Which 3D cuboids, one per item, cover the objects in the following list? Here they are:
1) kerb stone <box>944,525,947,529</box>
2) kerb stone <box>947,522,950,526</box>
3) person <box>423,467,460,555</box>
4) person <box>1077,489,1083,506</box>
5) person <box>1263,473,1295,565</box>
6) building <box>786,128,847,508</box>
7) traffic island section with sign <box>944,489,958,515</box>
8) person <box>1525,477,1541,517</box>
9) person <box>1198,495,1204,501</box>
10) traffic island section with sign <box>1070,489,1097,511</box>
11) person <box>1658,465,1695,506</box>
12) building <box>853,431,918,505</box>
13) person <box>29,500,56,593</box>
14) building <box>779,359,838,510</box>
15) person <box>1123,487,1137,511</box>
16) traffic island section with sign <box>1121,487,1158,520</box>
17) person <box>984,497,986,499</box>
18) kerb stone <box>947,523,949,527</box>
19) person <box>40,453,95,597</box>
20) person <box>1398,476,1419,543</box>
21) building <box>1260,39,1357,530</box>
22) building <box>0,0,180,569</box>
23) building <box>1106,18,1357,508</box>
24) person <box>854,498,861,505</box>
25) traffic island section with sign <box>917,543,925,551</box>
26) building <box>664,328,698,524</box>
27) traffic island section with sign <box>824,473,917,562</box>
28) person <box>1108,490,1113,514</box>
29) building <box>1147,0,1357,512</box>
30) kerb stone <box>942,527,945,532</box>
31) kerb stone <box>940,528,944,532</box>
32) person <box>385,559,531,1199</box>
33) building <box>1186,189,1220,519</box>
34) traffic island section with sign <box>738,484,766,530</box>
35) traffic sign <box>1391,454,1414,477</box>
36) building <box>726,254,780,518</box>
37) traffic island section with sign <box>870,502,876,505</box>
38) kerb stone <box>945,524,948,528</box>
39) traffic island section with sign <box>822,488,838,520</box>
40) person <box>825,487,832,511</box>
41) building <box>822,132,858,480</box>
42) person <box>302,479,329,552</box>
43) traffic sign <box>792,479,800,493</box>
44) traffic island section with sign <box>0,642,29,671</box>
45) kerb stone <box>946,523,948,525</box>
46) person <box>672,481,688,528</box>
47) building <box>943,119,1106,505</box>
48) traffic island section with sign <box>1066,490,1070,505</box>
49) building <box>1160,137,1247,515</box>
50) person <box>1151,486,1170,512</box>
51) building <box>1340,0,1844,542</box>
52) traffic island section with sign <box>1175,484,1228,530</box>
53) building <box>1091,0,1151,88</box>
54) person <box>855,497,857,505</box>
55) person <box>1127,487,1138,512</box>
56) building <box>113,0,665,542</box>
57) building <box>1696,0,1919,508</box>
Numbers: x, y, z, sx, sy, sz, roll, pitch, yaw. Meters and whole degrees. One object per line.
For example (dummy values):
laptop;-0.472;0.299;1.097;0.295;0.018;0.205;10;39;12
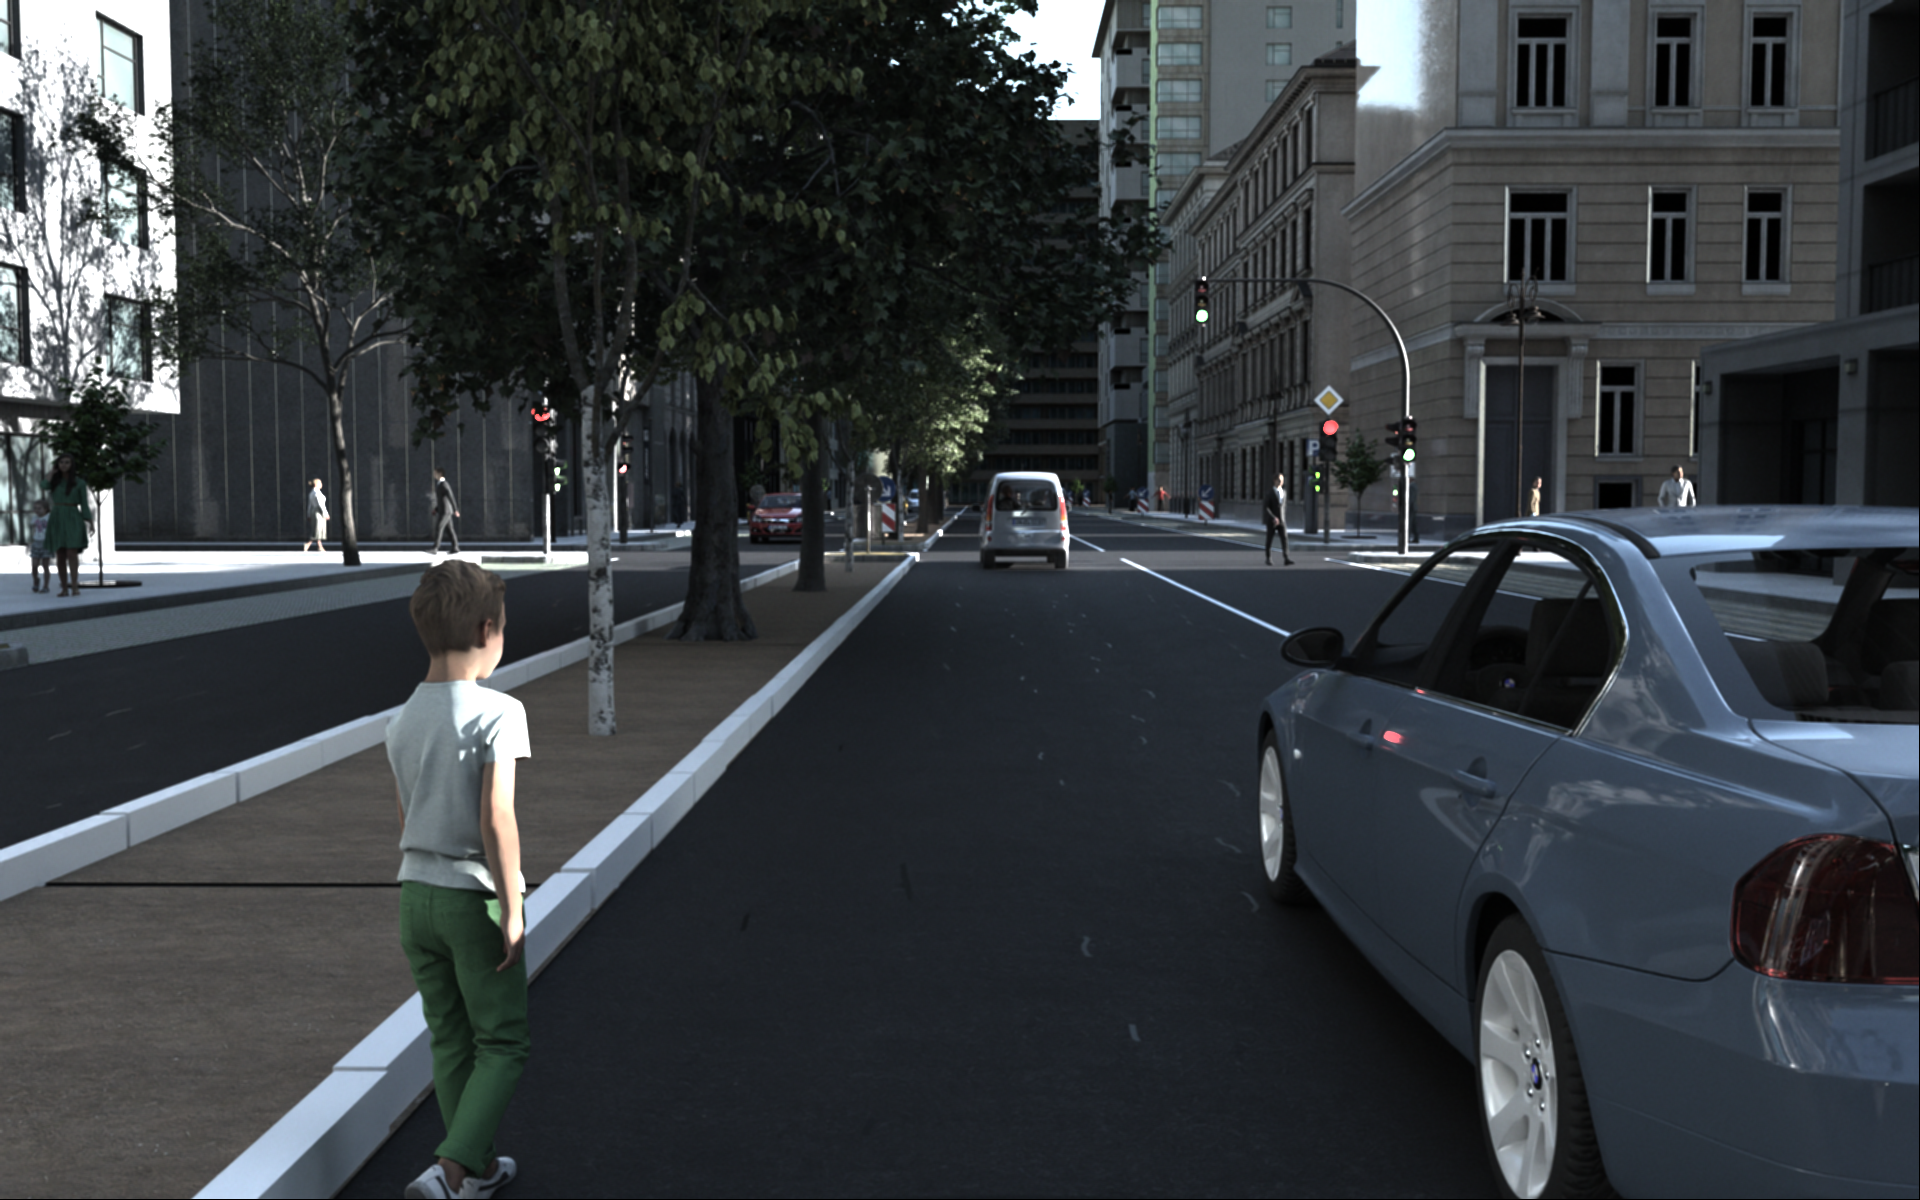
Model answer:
kerb stone;-0.668;-2.642;65.392;0.120;0.150;1.000;0;4;1
kerb stone;-0.597;-3.017;71.531;0.120;0.150;1.000;0;4;1
person;-10.943;-1.877;36.516;0.755;1.850;0.659;-1;4;-17
person;13.070;-11.137;188.143;0.705;1.823;1.348;2;4;25
person;6.420;-1.624;34.833;0.659;1.850;0.755;-2;4;-26
building;-21.065;-44.069;158.780;20.563;71.187;20.611;0;4;1
traffic island section with sign;-1.119;-6.821;119.658;2.006;1.907;1.989;0;4;1
person;13.593;-2.003;41.165;0.836;1.842;0.656;-1;4;-13
person;12.255;-4.933;87.695;0.522;1.701;0.512;-3;5;-43
traffic island section with sign;10.608;-8.491;147.454;1.989;1.847;2.006;0;4;1
person;13.934;-1.701;33.701;0.661;1.843;0.795;1;4;18
building;-19.026;-36.475;215.982;30.456;49.044;23.786;0;4;1
person;-11.846;-0.700;22.502;0.505;1.210;0.382;0;4;-4
building;-24.591;-17.773;135.625;27.650;21.520;28.899;0;4;1
person;12.996;-7.681;131.638;1.348;1.822;0.705;3;5;45
traffic island section with sign;10.079;-5.418;97.220;1.989;1.847;2.006;0;4;1
person;3.277;-10.794;185.072;1.350;1.814;0.705;1;4;12
kerb stone;-0.613;-2.955;70.504;0.120;0.150;1.000;0;4;1
person;-11.137;-0.938;21.622;0.600;1.795;0.529;-2;4;-28
person;11.677;-2.381;45.153;0.590;1.801;0.661;2;4;27
building;17.343;-12.603;70.683;10.561;19.102;19.286;0;4;1
building;-22.447;-15.777;29.661;14.107;30.474;14.160;0;4;1
building;25.084;-51.174;149.372;22.319;86.520;31.000;0;4;1
person;-7.452;-7.196;126.863;0.721;1.736;1.217;-2;4;-30
traffic island section with sign;-1.927;-2.226;44.524;2.006;1.907;1.989;0;4;1
building;-18.371;-14.440;77.893;13.314;21.916;24.055;0;4;1
traffic island section with sign;-2.017;-1.773;37.117;2.006;1.907;1.989;0;4;1
person;10.805;-6.980;123.454;0.721;1.723;1.217;1;4;10
building;20.880;-27.199;128.298;14.154;41.232;14.086;0;4;1
kerb stone;-0.692;-2.453;62.303;0.120;0.150;1.000;0;4;1
kerb stone;-0.716;-2.327;60.245;0.120;0.150;1.000;0;4;1
person;-0.972;0.575;3.342;0.306;1.304;0.590;0;4;3
building;18.102;-13.780;89.926;10.561;19.102;19.286;0;4;1
traffic island section with sign;-8.156;-3.743;69.822;1.989;1.847;2.006;0;4;1
traffic sign;11.187;-2.550;43.821;0.606;2.300;0.079;0;4;2
building;-17.364;-16.450;98.634;12.332;23.373;15.834;0;4;1
traffic island section with sign;-7.318;-8.444;146.692;1.989;1.847;2.006;0;4;1
kerb stone;-0.642;-2.767;67.436;0.120;0.150;1.000;0;4;1
traffic island section with sign;-7.856;-5.391;96.776;1.989;1.847;2.006;0;4;1
person;-10.220;-7.886;134.971;0.705;1.826;1.348;1;4;15
building;-18.273;-30.789;186.991;14.086;41.232;14.154;0;4;1
person;-15.533;-2.016;41.684;0.641;1.798;0.478;-2;4;-33
traffic sign;-9.791;-6.357;104.043;0.768;2.556;0.104;0;4;7
traffic island section with sign;-8.769;-0.326;13.953;1.989;1.847;2.006;0;4;1
kerb stone;-0.632;-2.892;69.481;0.120;0.150;1.000;0;4;1
person;-10.617;-3.611;65.510;0.534;1.772;0.576;3;5;42
building;6.985;-36.122;214.298;21.600;48.544;21.300;0;4;1
traffic island section with sign;10.912;-10.149;174.569;1.989;1.847;2.006;0;4;1
building;19.097;-17.183;109.827;11.050;23.489;19.941;0;4;1
person;14.051;-7.049;121.235;1.348;1.831;0.705;0;4;6
building;22.817;-16.264;51.828;20.117;28.700;13.634;0;4;1
traffic island section with sign;9.786;-3.770;70.266;1.989;1.847;2.006;0;4;1
building;28.739;-36.146;180.223;28.713;52.752;27.495;0;4;1
person;-9.672;-9.764;165.552;0.709;1.838;0.599;2;4;29
person;12.621;-7.359;126.349;0.705;1.826;1.348;-3;4;-36
building;-17.314;-14.509;55.250;12.078;24.808;19.932;0;4;1
building;22.433;-35.369;16.531;20.563;71.187;20.611;0;4;1
